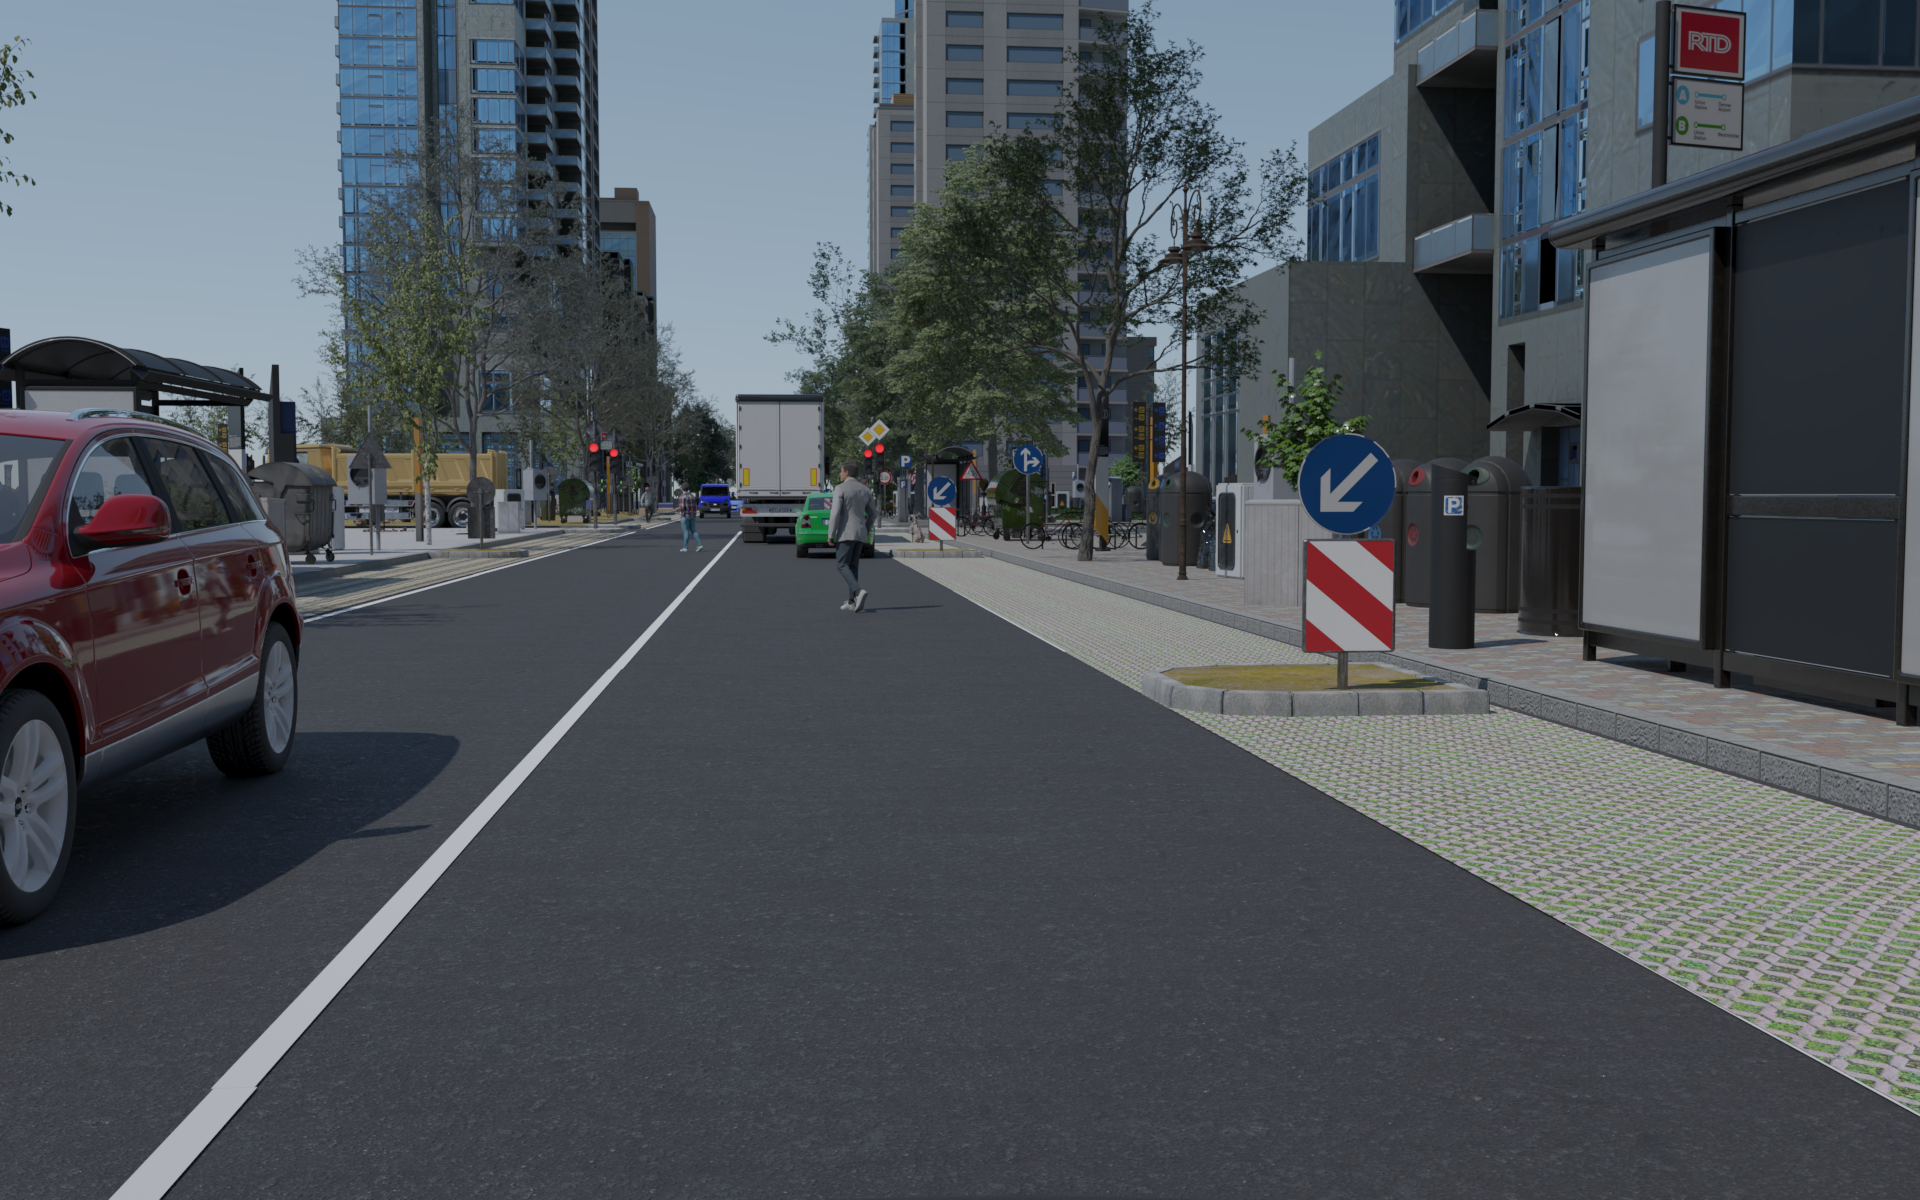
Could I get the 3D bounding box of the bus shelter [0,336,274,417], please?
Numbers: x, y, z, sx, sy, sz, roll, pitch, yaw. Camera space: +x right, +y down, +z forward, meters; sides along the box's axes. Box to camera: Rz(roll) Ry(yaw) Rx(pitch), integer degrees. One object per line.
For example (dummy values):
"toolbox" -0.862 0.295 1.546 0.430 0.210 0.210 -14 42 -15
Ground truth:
"bus shelter" -11.708 -1.900 24.985 2.014 3.302 5.546 0 4 -6

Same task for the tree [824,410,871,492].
"tree" -8.733 -11.638 140.650 4.737 8.622 4.395 0 3 0

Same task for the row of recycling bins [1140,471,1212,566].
"row of recycling bins" 4.117 -1.545 32.378 1.069 1.692 3.534 0 4 0

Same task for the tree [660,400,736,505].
"tree" -31.627 -17.815 208.289 9.611 12.733 9.660 0 3 0

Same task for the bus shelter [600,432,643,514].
"bus shelter" -22.366 -8.369 114.467 2.179 5.291 8.768 0 4 -6

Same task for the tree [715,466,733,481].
"tree" -37.492 -19.908 259.904 7.601 10.594 8.767 2 4 28

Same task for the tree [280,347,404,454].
"tree" -30.794 -8.271 85.588 4.360 8.622 3.978 0 3 0

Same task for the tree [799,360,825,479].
"tree" -9.847 -15.148 154.317 9.857 13.997 8.962 0 3 0

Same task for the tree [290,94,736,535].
"tree" -15.433 -8.804 54.314 12.009 13.543 11.850 0 3 0

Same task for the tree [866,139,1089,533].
"tree" 0.705 -8.436 56.062 7.486 12.596 7.792 0 3 0

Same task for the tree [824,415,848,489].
"tree" -15.833 -17.147 206.107 9.928 11.665 9.643 0 3 0

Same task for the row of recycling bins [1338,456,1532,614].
"row of recycling bins" 5.352 -0.800 20.196 1.069 1.692 3.534 -1 4 -21

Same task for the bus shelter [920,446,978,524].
"bus shelter" -0.515 -5.003 75.715 2.014 3.302 5.546 0 4 -6

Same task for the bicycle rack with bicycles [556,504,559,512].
"bicycle rack with bicycles" -29.317 -6.567 120.746 2.925 0.926 2.852 0 4 6

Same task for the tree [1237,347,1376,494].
"tree" 4.735 -1.733 22.935 1.663 3.219 1.824 0 3 0

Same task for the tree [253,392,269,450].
"tree" -48.902 -10.649 124.473 4.360 8.622 3.978 0 3 0

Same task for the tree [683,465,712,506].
"tree" -29.325 -12.852 193.840 4.285 4.588 4.351 0 3 0

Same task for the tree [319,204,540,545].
"tree" -13.573 -5.680 43.238 4.737 8.622 4.395 0 3 0

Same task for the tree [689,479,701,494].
"tree" -28.676 -11.695 185.809 1.663 3.219 1.824 0 3 0

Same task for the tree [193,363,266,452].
"tree" -41.486 -9.025 97.928 4.737 8.622 4.395 0 3 0

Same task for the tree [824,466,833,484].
"tree" -24.131 -22.777 290.526 7.486 12.596 7.792 0 3 0

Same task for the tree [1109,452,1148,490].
"tree" 13.101 -9.190 133.973 4.285 4.588 4.351 0 3 0

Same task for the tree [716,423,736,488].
"tree" -41.240 -24.379 305.258 9.857 13.997 8.962 0 3 0

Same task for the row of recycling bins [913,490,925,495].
"row of recycling bins" -2.356 -8.618 148.010 3.534 1.692 1.069 0 4 -1

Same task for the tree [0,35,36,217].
"tree" -11.317 -4.087 17.182 4.737 8.622 4.395 0 3 0

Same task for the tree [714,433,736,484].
"tree" -40.700 -22.323 290.727 9.928 11.665 9.643 0 3 0

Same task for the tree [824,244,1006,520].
"tree" -2.076 -10.981 86.188 9.857 13.997 8.962 0 3 0

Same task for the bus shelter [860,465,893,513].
"bus shelter" -5.772 -7.691 119.678 2.014 3.302 5.546 0 4 -6

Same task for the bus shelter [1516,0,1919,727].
"bus shelter" 5.741 -2.092 11.830 2.179 5.291 8.768 0 4 -6

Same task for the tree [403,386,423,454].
"tree" -30.912 -8.773 93.806 4.360 8.622 3.978 0 3 0

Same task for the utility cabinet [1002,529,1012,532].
"utility cabinet" 1.671 -2.943 59.282 0.306 1.237 1.020 1 4 14

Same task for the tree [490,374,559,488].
"tree" -24.351 -9.023 97.882 4.360 8.622 3.978 0 3 0

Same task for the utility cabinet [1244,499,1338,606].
"utility cabinet" 3.800 -0.535 19.907 1.020 1.237 0.306 1 4 23

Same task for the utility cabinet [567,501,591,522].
"utility cabinet" -17.242 -4.252 78.192 1.173 1.500 0.318 1 4 18

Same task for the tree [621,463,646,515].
"tree" -20.499 -6.929 107.898 1.663 3.219 1.824 0 3 0

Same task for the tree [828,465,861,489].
"tree" -11.278 -11.392 169.978 4.285 4.588 4.351 0 3 0

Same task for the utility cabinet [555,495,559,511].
"utility cabinet" -31.182 -7.486 133.553 1.020 1.237 0.306 2 4 25

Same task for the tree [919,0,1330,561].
"tree" 2.641 -6.010 32.677 7.601 10.594 8.767 3 5 42

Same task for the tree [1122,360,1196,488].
"tree" 10.949 -8.839 94.880 4.360 8.622 3.978 0 3 0

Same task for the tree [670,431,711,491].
"tree" -28.184 -14.046 180.007 4.737 8.622 4.395 0 3 0

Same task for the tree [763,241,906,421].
"tree" -8.050 -16.828 131.021 12.611 20.169 13.585 0 3 0

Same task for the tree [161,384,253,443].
"tree" -45.907 -9.407 104.161 4.360 8.622 3.978 0 3 0

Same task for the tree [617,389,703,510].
"tree" -24.733 -12.748 142.849 7.601 10.594 8.767 -1 4 -9

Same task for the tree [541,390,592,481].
"tree" -26.493 -10.123 115.878 4.737 8.622 4.395 0 3 0

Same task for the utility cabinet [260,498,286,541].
"utility cabinet" -11.591 -1.107 29.255 0.306 1.237 1.020 -2 4 -28

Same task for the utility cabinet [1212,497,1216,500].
"utility cabinet" 5.729 -1.690 38.788 1.020 1.237 0.306 1 4 8
